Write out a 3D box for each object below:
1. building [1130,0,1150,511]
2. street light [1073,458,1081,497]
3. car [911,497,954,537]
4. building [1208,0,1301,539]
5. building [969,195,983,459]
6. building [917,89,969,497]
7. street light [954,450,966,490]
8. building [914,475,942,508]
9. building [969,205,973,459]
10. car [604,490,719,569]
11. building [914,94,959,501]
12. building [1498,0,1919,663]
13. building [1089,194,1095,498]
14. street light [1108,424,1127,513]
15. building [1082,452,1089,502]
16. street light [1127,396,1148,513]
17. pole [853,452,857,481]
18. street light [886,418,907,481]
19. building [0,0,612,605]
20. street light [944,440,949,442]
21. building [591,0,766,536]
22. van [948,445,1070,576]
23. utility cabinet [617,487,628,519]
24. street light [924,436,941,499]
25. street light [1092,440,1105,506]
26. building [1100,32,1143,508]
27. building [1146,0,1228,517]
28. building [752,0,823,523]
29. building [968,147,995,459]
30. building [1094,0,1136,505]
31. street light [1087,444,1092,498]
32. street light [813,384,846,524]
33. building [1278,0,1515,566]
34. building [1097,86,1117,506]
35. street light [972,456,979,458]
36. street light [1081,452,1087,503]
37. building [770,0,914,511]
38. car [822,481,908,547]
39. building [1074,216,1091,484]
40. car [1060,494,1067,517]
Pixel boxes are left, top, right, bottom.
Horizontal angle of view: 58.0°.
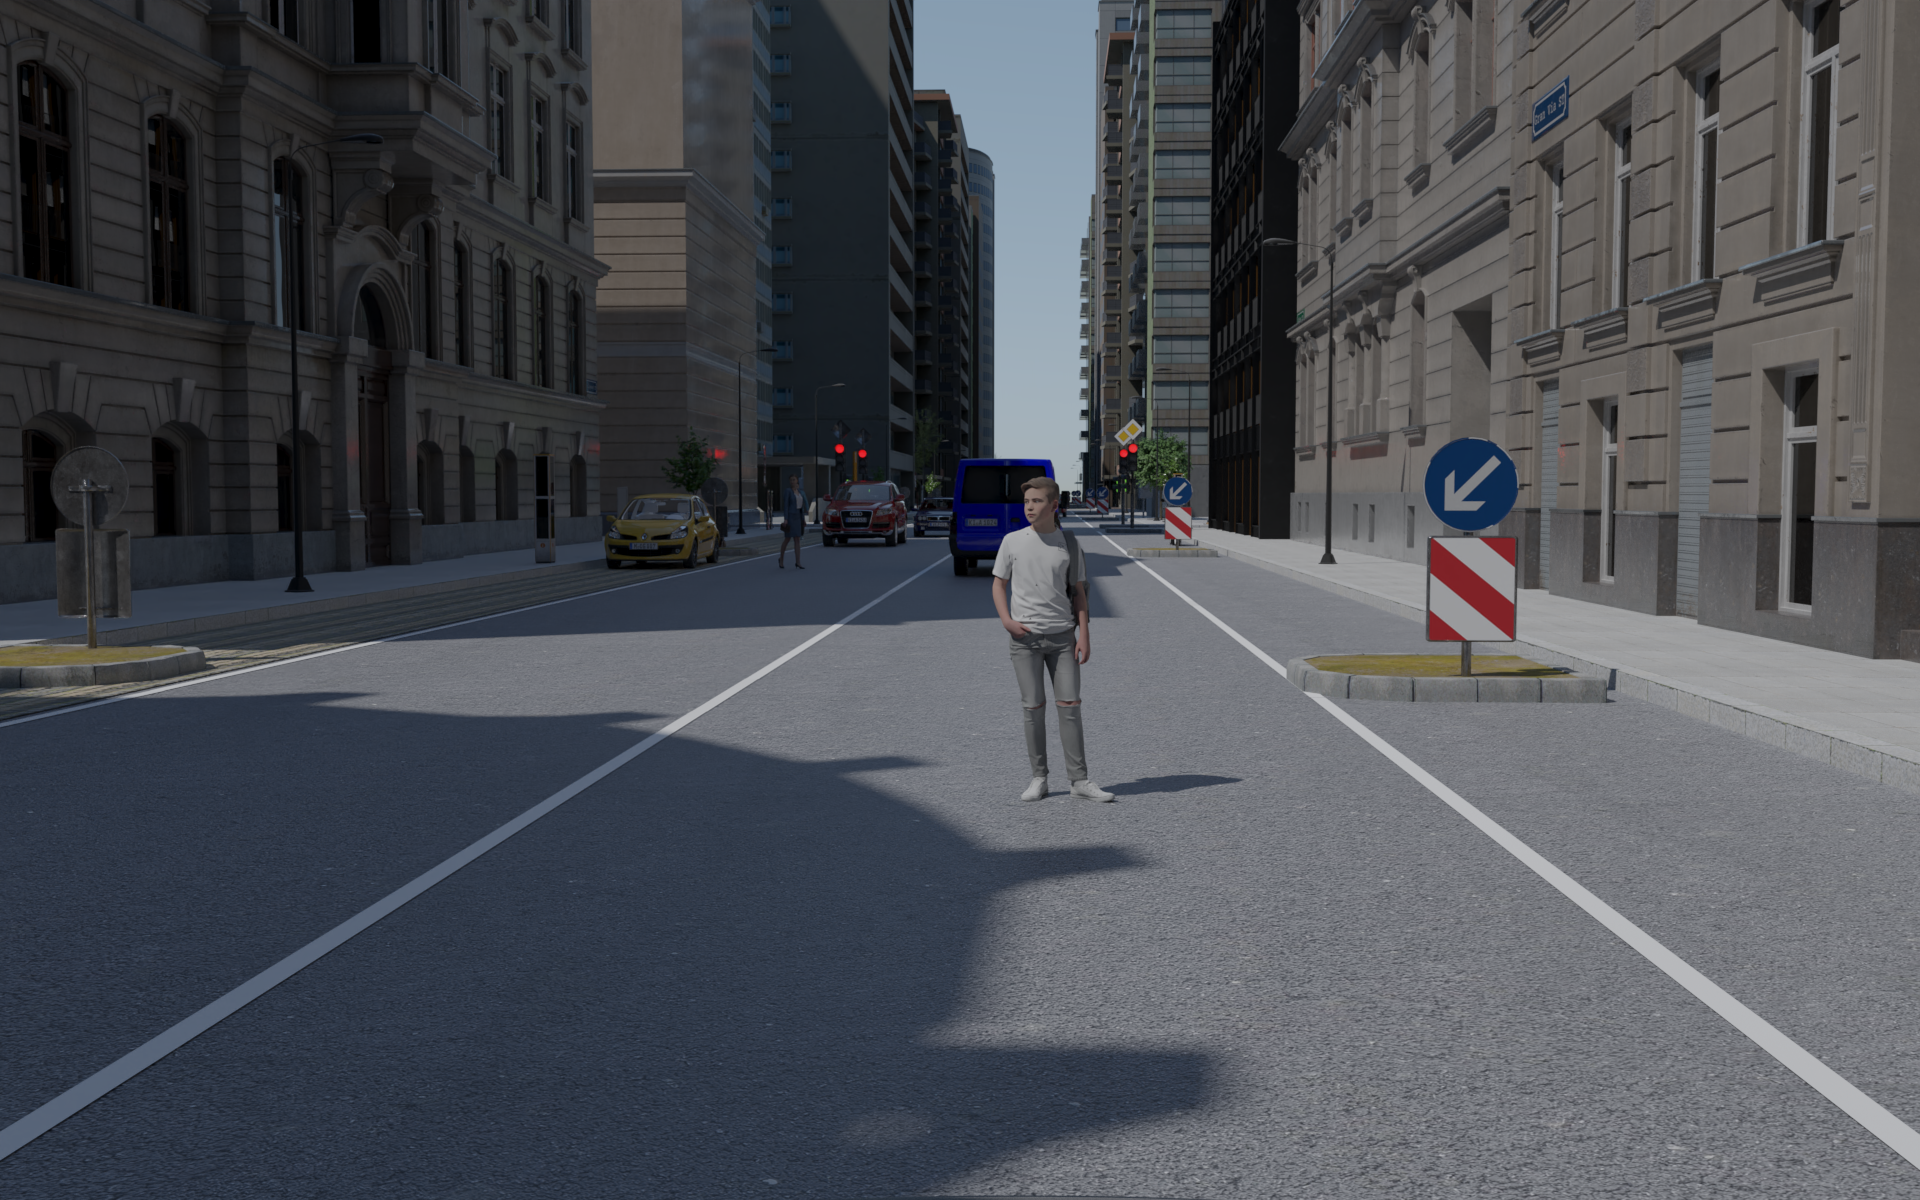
[{"bbox_3d":[24.326,-31.285,131.114,23.786,49.044,30.456,0,4,3],"label":"building"},{"bbox_3d":[16.909,-16.508,242.450,1.470,5.913,1.316,0,4,3],"label":"street light"},{"bbox_3d":[-0.664,-2.848,59.139,1.945,1.354,3.894,0,4,2],"label":"car"},{"bbox_3d":[15.023,-13.834,55.867,12.332,23.373,15.834,0,4,3],"label":"building"},{"bbox_3d":[-3.873,-36.856,252.704,14.600,45.320,14.200,0,4,3],"label":"building"},{"bbox_3d":[-10.032,-35.978,211.948,21.300,48.544,21.600,0,4,3],"label":"building"},{"bbox_3d":[-0.077,-12.796,181.754,1.470,5.913,1.316,0,4,3],"label":"street light"},{"bbox_3d":[-18.062,-28.691,160.975,32.217,40.220,23.993,0,4,3],"label":"building"},{"bbox_3d":[-5.550,-33.956,238.779,14.154,41.232,14.086,0,4,3],"label":"building"},{"bbox_3d":[-5.878,-1.475,34.347,2.015,1.641,3.980,0,4,1],"label":"car"},{"bbox_3d":[-11.565,-32.556,186.921,22.147,44.769,28.867,0,4,3],"label":"building"},{"bbox_3d":[12.664,-13.100,11.451,12.463,27.353,25.104,0,4,3],"label":"building"},{"bbox_3d":[24.825,-33.892,237.724,14.154,41.232,14.086,0,4,3],"label":"building"},{"bbox_3d":[10.518,-8.699,114.776,1.470,5.913,1.316,0,4,3],"label":"street light"},{"bbox_3d":[29.862,-57.873,258.887,22.319,86.520,31.000,0,4,3],"label":"building"},{"bbox_3d":[8.829,-6.713,82.305,1.470,5.913,1.316,0,4,3],"label":"street light"},{"bbox_3d":[-5.034,-5.455,83.024,0.158,3.312,0.155,0,3,0],"label":"pole"},{"bbox_3d":[-3.927,-8.115,105.220,1.470,5.913,1.316,0,4,3],"label":"street light"},{"bbox_3d":[-15.723,-12.882,29.699,14.460,24.649,34.723,0,4,3],"label":"building"},{"bbox_3d":[-1.647,-10.830,149.611,1.470,5.913,1.316,0,4,3],"label":"street light"},{"bbox_3d":[-17.527,-16.669,58.448,20.117,28.700,13.634,0,4,3],"label":"building"},{"bbox_3d":[0.917,-1.693,32.070,2.240,2.365,5.245,0,4,3],"label":"van"},{"bbox_3d":[-9.916,-2.579,50.842,0.318,1.500,1.173,-1,4,-10],"label":"utility cabinet"},{"bbox_3d":[-2.266,-10.111,137.857,1.470,5.913,1.316,0,4,3],"label":"street light"},{"bbox_3d":[12.225,-10.708,147.619,1.470,5.913,1.316,0,4,3],"label":"street light"},{"bbox_3d":[24.645,-31.156,164.028,22.147,44.769,28.867,0,4,3],"label":"building"},{"bbox_3d":[17.996,-25.555,101.421,14.154,41.232,14.086,0,4,3],"label":"building"},{"bbox_3d":[-22.414,-24.042,84.975,32.217,40.220,23.993,0,4,3],"label":"building"},{"bbox_3d":[-5.139,-45.706,289.297,21.231,58.520,28.212,0,4,3],"label":"building"},{"bbox_3d":[26.731,-40.724,207.840,21.231,58.520,28.212,0,4,3],"label":"building"},{"bbox_3d":[12.700,-11.412,159.123,1.470,5.913,1.316,0,4,3],"label":"street light"},{"bbox_3d":[-5.517,-6.154,73.152,1.470,5.913,1.316,0,4,3],"label":"street light"},{"bbox_3d":[14.792,-15.190,35.745,14.401,28.519,23.554,0,4,3],"label":"building"},{"bbox_3d":[22.210,-32.807,186.508,14.600,45.320,14.200,0,4,3],"label":"building"},{"bbox_3d":[1.719,-14.760,213.866,1.470,5.913,1.316,0,4,3],"label":"street light"},{"bbox_3d":[14.442,-13.423,192.014,1.470,5.913,1.316,0,4,3],"label":"street light"},{"bbox_3d":[-14.641,-30.409,120.882,21.300,48.544,21.600,0,4,3],"label":"building"},{"bbox_3d":[-2.644,-2.462,48.928,2.281,1.827,5.304,0,4,3],"label":"car"},{"bbox_3d":[31.286,-41.044,290.669,23.786,49.044,30.456,0,4,3],"label":"building"},{"bbox_3d":[5.824,-6.117,109.048,2.155,1.783,4.494,0,4,4],"label":"car"}]
